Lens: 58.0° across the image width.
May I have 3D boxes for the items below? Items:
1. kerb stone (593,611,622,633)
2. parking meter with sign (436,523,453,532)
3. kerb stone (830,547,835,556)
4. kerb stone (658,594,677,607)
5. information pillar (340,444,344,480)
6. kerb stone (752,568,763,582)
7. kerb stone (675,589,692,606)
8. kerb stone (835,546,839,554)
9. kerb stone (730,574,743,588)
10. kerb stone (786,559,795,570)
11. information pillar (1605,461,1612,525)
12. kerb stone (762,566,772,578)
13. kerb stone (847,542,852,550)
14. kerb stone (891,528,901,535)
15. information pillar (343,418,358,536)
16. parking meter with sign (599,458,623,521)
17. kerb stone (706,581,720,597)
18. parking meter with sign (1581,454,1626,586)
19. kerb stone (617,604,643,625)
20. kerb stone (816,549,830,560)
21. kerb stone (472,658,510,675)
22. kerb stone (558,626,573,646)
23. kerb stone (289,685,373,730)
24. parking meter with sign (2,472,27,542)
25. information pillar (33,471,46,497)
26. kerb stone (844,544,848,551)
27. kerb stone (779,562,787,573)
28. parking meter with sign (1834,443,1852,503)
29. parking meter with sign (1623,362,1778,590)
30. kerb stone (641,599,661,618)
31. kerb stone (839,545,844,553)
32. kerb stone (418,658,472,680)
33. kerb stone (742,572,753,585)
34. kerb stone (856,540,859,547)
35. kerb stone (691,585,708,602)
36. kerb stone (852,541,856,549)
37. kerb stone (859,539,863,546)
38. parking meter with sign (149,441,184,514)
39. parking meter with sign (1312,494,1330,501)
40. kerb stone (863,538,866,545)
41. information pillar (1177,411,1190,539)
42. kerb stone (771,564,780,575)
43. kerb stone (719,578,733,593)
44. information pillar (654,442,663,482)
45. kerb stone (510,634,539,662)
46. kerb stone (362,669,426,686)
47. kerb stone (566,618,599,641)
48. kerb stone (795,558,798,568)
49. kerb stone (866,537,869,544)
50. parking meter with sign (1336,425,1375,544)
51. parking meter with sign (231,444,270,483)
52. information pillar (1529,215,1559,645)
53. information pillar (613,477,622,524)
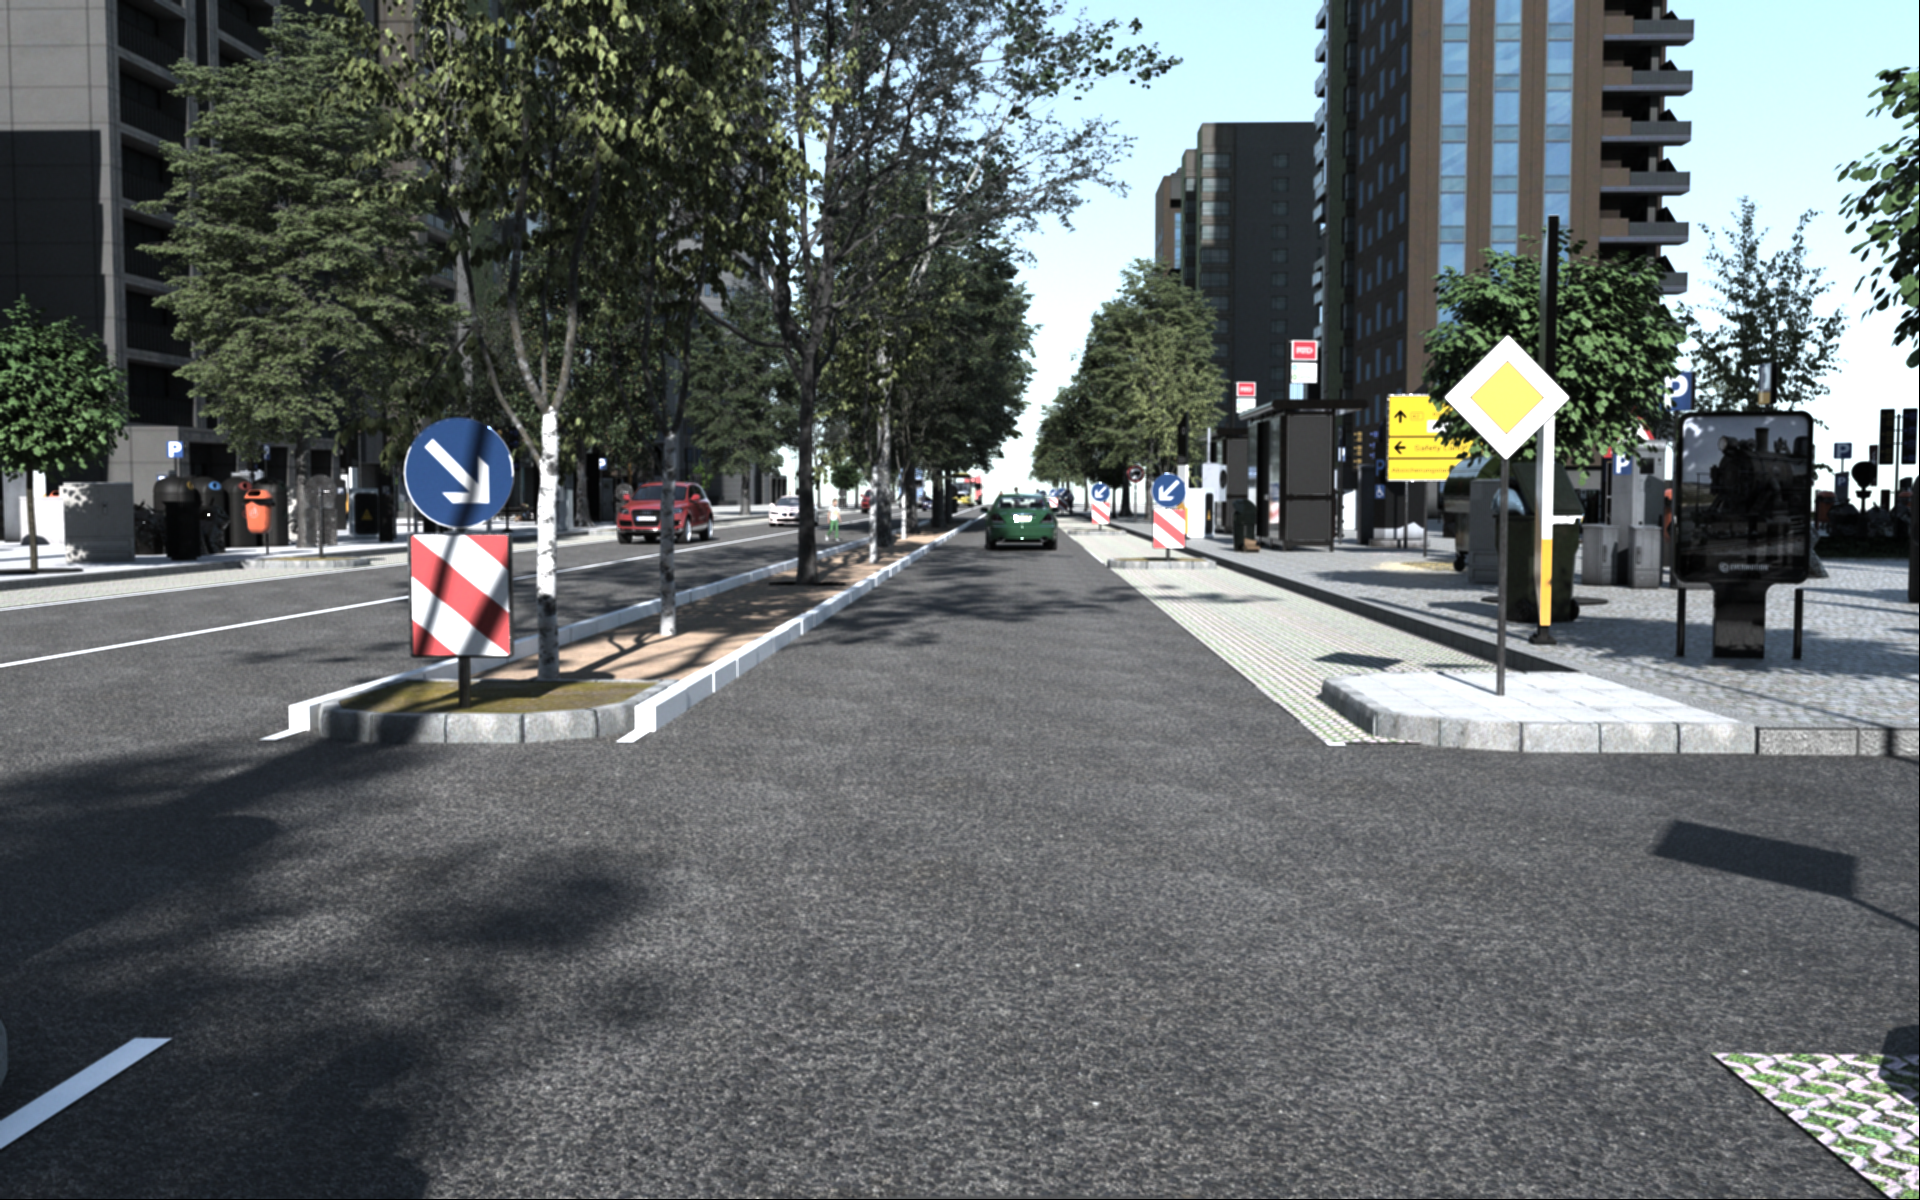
[{"bbox_3d":[-3.746,0.246,18.171,0.120,0.150,1.000,0,4,2],"label":"kerb stone"},{"bbox_3d":[-17.769,-3.868,59.507,0.543,3.016,1.738,0,4,-3],"label":"parking meter with sign"},{"bbox_3d":[-3.031,-1.070,39.685,0.120,0.150,1.000,0,4,2],"label":"kerb stone"},{"bbox_3d":[-3.654,0.059,21.235,0.120,0.150,1.000,0,4,2],"label":"kerb stone"},{"bbox_3d":[-26.002,-5.001,73.115,0.504,3.616,0.183,3,5,44],"label":"information pillar"},{"bbox_3d":[-3.402,-0.380,28.415,0.120,0.150,1.000,0,4,2],"label":"kerb stone"},{"bbox_3d":[-3.625,-0.004,22.257,0.120,0.150,1.000,0,4,2],"label":"kerb stone"},{"bbox_3d":[-3.009,-1.132,40.707,0.120,0.150,1.000,0,4,2],"label":"kerb stone"},{"bbox_3d":[-3.478,-0.254,26.355,0.120,0.150,1.000,0,4,2],"label":"kerb stone"},{"bbox_3d":[-3.270,-0.631,32.504,0.120,0.150,1.000,0,4,2],"label":"kerb stone"},{"bbox_3d":[14.682,-2.098,38.793,0.304,2.012,0.304,-1,4,-12],"label":"information pillar"},{"bbox_3d":[-3.376,-0.443,29.437,0.120,0.150,1.000,0,4,2],"label":"kerb stone"},{"bbox_3d":[-2.907,-1.319,43.780,0.120,0.150,1.000,0,4,2],"label":"kerb stone"},{"bbox_3d":[-2.292,-2.448,62.216,0.120,0.150,1.000,0,4,2],"label":"kerb stone"},{"bbox_3d":[-18.766,-3.806,53.576,0.183,3.616,0.504,0,4,3],"label":"information pillar"},{"bbox_3d":[-16.741,-5.221,81.624,0.543,3.016,1.738,3,5,44],"label":"parking meter with sign"},{"bbox_3d":[-3.544,-0.126,24.299,0.120,0.150,1.000,0,4,2],"label":"kerb stone"},{"bbox_3d":[9.581,-1.729,24.536,1.738,3.016,0.543,-2,4,-30],"label":"parking meter with sign"},{"bbox_3d":[-3.714,0.184,19.192,0.120,0.150,1.000,0,4,2],"label":"kerb stone"},{"bbox_3d":[-3.071,-1.007,38.662,0.120,0.150,1.000,0,4,2],"label":"kerb stone"},{"bbox_3d":[-3.888,0.498,14.082,0.120,0.150,1.000,0,4,2],"label":"kerb stone"},{"bbox_3d":[-3.815,0.374,16.126,0.120,0.150,1.000,0,4,2],"label":"kerb stone"},{"bbox_3d":[-3.989,0.685,10.997,0.120,0.150,1.000,0,4,2],"label":"kerb stone"},{"bbox_3d":[-25.136,-3.054,46.202,1.738,3.016,0.543,-2,4,-28],"label":"parking meter with sign"},{"bbox_3d":[-30.534,-4.033,57.294,0.183,3.616,0.504,3,5,41],"label":"information pillar"},{"bbox_3d":[-2.935,-1.253,42.757,0.120,0.150,1.000,0,4,2],"label":"kerb stone"},{"bbox_3d":[-3.312,-0.568,31.480,0.120,0.150,1.000,0,4,2],"label":"kerb stone"},{"bbox_3d":[29.475,-3.773,57.944,0.543,3.016,1.738,2,4,28],"label":"parking meter with sign"},{"bbox_3d":[9.967,-1.655,23.318,1.738,3.016,0.543,1,4,9],"label":"parking meter with sign"},{"bbox_3d":[-3.687,0.122,20.214,0.120,0.150,1.000,0,4,2],"label":"kerb stone"},{"bbox_3d":[-2.974,-1.190,41.728,0.120,0.150,1.000,0,4,2],"label":"kerb stone"},{"bbox_3d":[-3.916,0.560,13.051,0.120,0.150,1.000,0,4,2],"label":"kerb stone"},{"bbox_3d":[-3.447,-0.317,27.378,0.120,0.150,1.000,0,4,2],"label":"kerb stone"},{"bbox_3d":[-2.836,-1.446,45.830,0.120,0.150,1.000,0,4,2],"label":"kerb stone"},{"bbox_3d":[-3.577,-0.066,23.278,0.120,0.150,1.000,0,4,2],"label":"kerb stone"},{"bbox_3d":[-2.870,-1.383,44.808,0.120,0.150,1.000,0,4,2],"label":"kerb stone"},{"bbox_3d":[-2.797,-1.505,46.852,0.120,0.150,1.000,0,4,2],"label":"kerb stone"},{"bbox_3d":[-25.793,-3.670,56.260,0.543,3.016,1.738,0,4,-2],"label":"parking meter with sign"},{"bbox_3d":[13.402,-4.170,64.438,1.738,3.016,0.543,3,5,40],"label":"parking meter with sign"},{"bbox_3d":[-2.765,-1.570,47.873,0.120,0.150,1.000,0,4,2],"label":"kerb stone"},{"bbox_3d":[6.323,-3.531,49.079,0.183,3.616,0.504,-2,4,-23],"label":"information pillar"},{"bbox_3d":[-3.337,-0.505,30.458,0.120,0.150,1.000,0,4,2],"label":"kerb stone"},{"bbox_3d":[-3.505,-0.187,25.321,0.120,0.150,1.000,0,4,2],"label":"kerb stone"},{"bbox_3d":[-13.553,-5.290,77.846,0.504,3.616,0.183,3,4,36],"label":"information pillar"},{"bbox_3d":[-3.855,0.434,15.104,0.120,0.150,1.000,0,4,2],"label":"kerb stone"},{"bbox_3d":[-3.953,0.622,12.022,0.120,0.150,1.000,0,4,2],"label":"kerb stone"},{"bbox_3d":[-3.778,0.310,17.149,0.120,0.150,1.000,0,4,2],"label":"kerb stone"},{"bbox_3d":[-3.236,-0.693,33.526,0.120,0.150,1.000,0,4,2],"label":"kerb stone"},{"bbox_3d":[-2.729,-1.633,48.895,0.120,0.150,1.000,0,4,2],"label":"kerb stone"},{"bbox_3d":[10.558,-2.935,44.253,1.738,3.016,0.543,0,4,-1],"label":"parking meter with sign"},{"bbox_3d":[-25.250,-3.961,61.016,1.738,3.016,0.543,0,4,2],"label":"parking meter with sign"},{"bbox_3d":[5.024,-1.437,14.856,0.183,3.616,0.504,1,4,11],"label":"information pillar"},{"bbox_3d":[-14.910,-4.340,75.456,0.304,2.012,0.304,-2,4,-34],"label":"information pillar"}]
